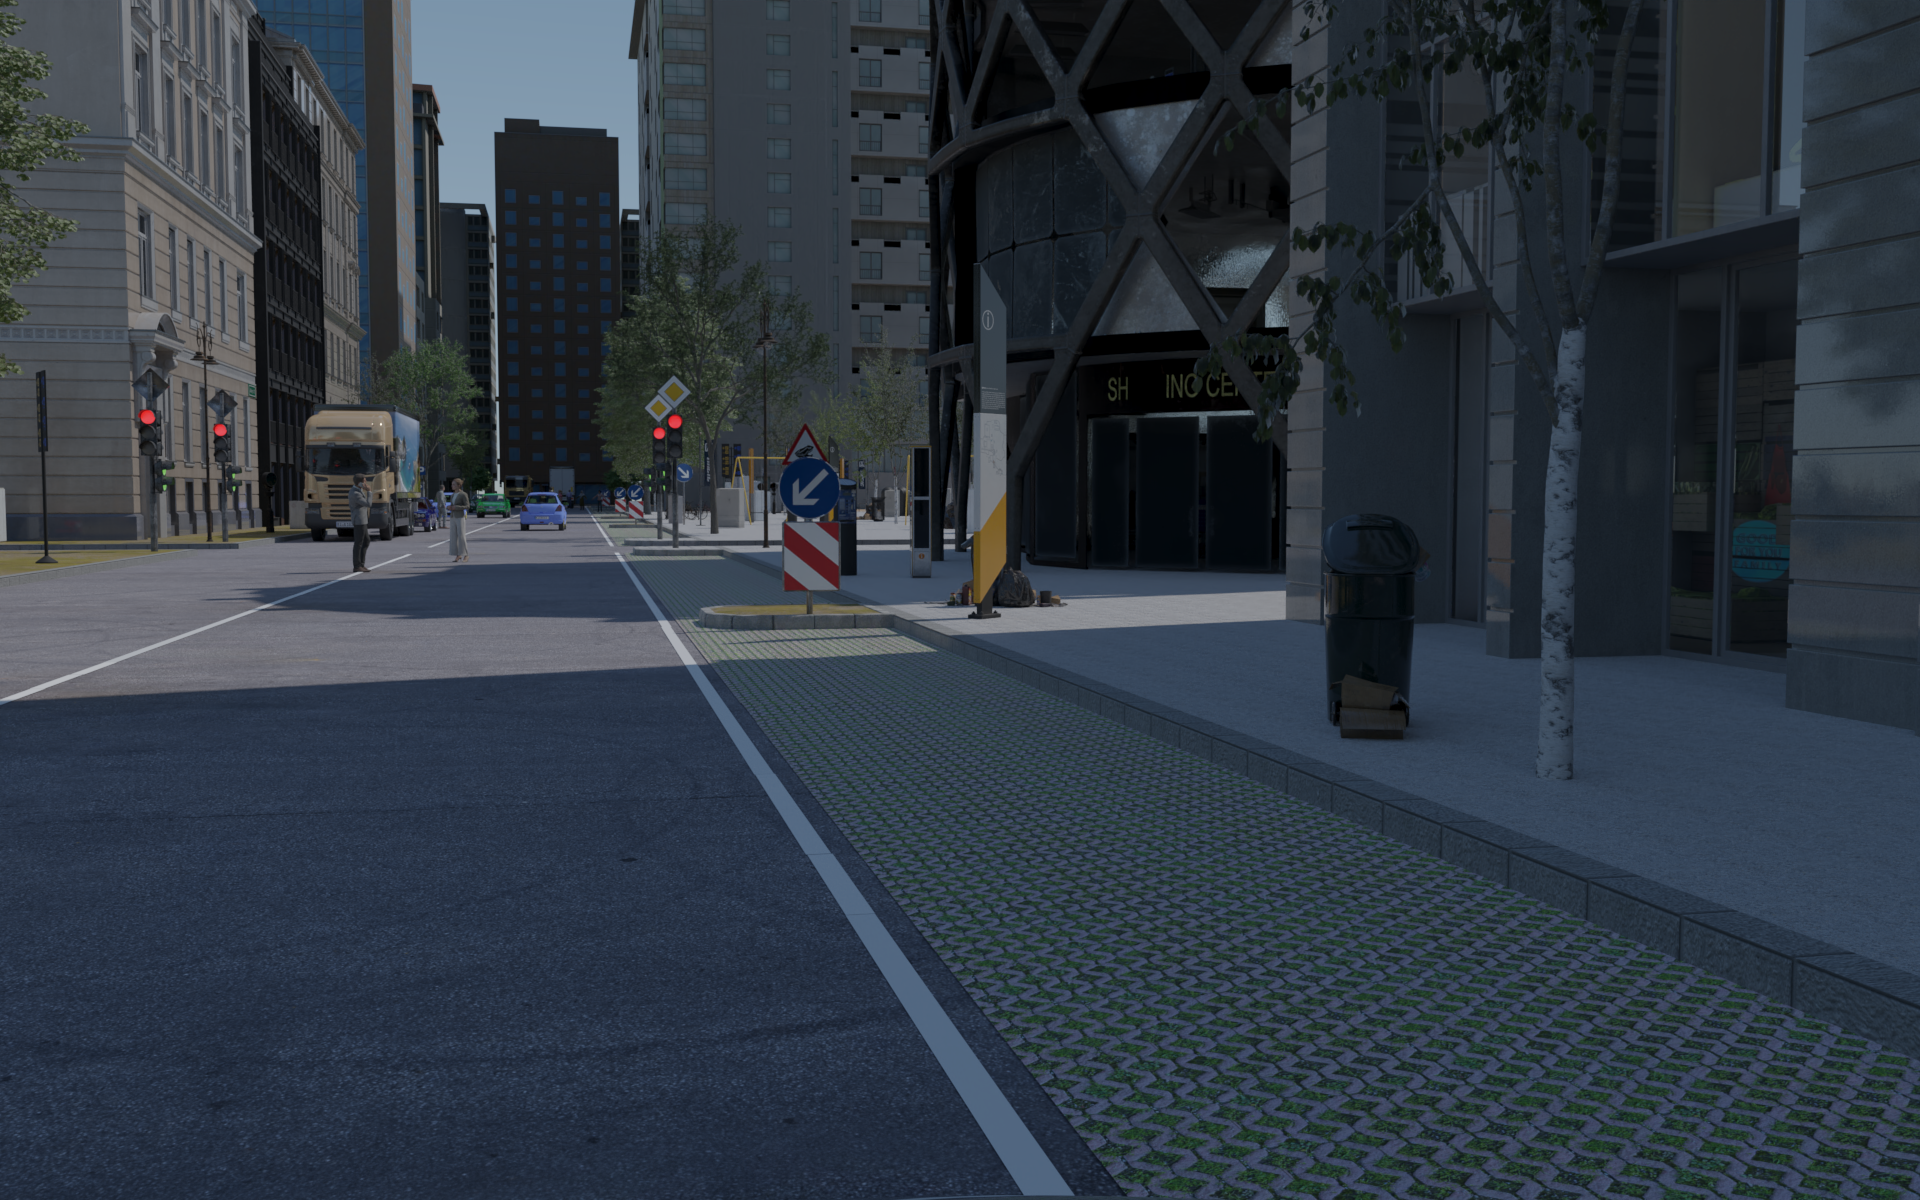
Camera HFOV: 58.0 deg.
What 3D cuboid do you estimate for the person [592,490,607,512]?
[{"bbox_3d":[-28.500,-7.807,136.861,1.217,1.736,0.721,0,4,7],"label":"person"}]

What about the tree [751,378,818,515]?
[{"bbox_3d":[-10.476,-9.362,103.436,4.360,8.622,3.978,0,3,0],"label":"tree"}]

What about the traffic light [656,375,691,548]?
[{"bbox_3d":[-6.773,-3.187,41.020,0.839,4.253,0.868,-1,4,-12],"label":"traffic light"}]

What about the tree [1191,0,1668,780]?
[{"bbox_3d":[2.631,-3.513,7.808,4.360,8.622,3.978,0,3,0],"label":"tree"}]

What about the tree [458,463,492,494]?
[{"bbox_3d":[-54.383,-12.936,195.210,4.285,4.588,4.351,0,3,0],"label":"tree"}]

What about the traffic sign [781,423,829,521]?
[{"bbox_3d":[-2.848,-1.953,31.929,0.884,2.594,0.081,-1,4,-12],"label":"traffic sign"}]

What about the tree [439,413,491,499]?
[{"bbox_3d":[-46.875,-13.123,164.925,4.737,8.622,4.395,0,3,0],"label":"tree"}]

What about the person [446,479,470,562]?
[{"bbox_3d":[-10.602,-1.678,36.477,0.519,1.759,0.362,2,4,32],"label":"person"}]

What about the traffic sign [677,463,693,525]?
[{"bbox_3d":[-11.521,-4.412,72.246,0.768,2.556,0.104,-1,4,-10],"label":"traffic sign"}]

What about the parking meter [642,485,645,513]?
[{"bbox_3d":[-20.860,-6.666,114.696,0.399,1.863,0.255,-3,5,-44],"label":"parking meter"}]

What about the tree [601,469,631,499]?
[{"bbox_3d":[-39.317,-13.114,198.131,4.285,4.588,4.351,0,3,0],"label":"tree"}]

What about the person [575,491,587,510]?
[{"bbox_3d":[-33.661,-8.853,153.969,1.217,1.736,0.721,2,4,25],"label":"person"}]

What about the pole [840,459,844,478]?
[{"bbox_3d":[-6.772,-6.458,99.439,0.158,3.312,0.155,0,3,0],"label":"pole"}]

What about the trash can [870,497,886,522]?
[{"bbox_3d":[-3.806,-4.220,80.653,0.748,1.137,0.748,0,3,0],"label":"trash can"}]

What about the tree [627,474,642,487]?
[{"bbox_3d":[-26.750,-9.110,143.553,1.663,3.219,1.824,0,3,0],"label":"tree"}]

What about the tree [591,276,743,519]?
[{"bbox_3d":[-14.613,-10.467,89.265,7.486,12.596,7.792,0,3,0],"label":"tree"}]

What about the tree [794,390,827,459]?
[{"bbox_3d":[-9.348,-10.378,120.049,4.737,8.622,4.395,0,3,0],"label":"tree"}]

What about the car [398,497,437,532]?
[{"bbox_3d":[-20.989,-3.276,66.141,1.945,1.354,3.894,-1,4,-12],"label":"car"}]

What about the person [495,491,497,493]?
[{"bbox_3d":[-42.225,-9.060,157.341,0.721,1.736,1.217,-2,4,-35],"label":"person"}]

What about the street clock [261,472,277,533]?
[{"bbox_3d":[-22.896,-3.233,57.434,0.358,2.002,0.471,2,4,25],"label":"street clock"}]

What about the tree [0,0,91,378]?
[{"bbox_3d":[-15.627,-6.429,23.240,7.486,12.596,7.792,0,3,0],"label":"tree"}]

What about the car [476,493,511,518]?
[{"bbox_3d":[-28.298,-5.889,105.076,1.959,1.807,4.718,-1,4,-11],"label":"car"}]

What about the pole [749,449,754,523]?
[{"bbox_3d":[-9.356,-5.126,77.650,0.158,3.312,0.155,0,3,0],"label":"pole"}]

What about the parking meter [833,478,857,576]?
[{"bbox_3d":[-1.811,-1.156,27.305,0.372,1.533,0.369,0,3,0],"label":"parking meter"}]

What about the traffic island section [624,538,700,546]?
[{"bbox_3d":[-8.455,-1.631,48.941,2.009,0.180,2.903,-1,4,-12],"label":"traffic island section"}]

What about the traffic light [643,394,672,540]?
[{"bbox_3d":[-8.497,-3.663,48.818,0.839,4.253,0.868,-1,4,-12],"label":"traffic light"}]

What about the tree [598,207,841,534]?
[{"bbox_3d":[-7.832,-7.420,55.737,8.767,10.594,7.601,0,4,6],"label":"tree"}]

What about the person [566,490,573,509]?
[{"bbox_3d":[-38.152,-9.853,169.471,0.709,1.838,0.599,1,4,15],"label":"person"}]

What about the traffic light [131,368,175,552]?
[{"bbox_3d":[-17.961,-3.035,38.540,0.839,4.253,0.868,-1,4,-12],"label":"traffic light"}]

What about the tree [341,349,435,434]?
[{"bbox_3d":[-29.117,-8.413,87.908,4.360,8.622,3.978,0,3,0],"label":"tree"}]

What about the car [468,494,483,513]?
[{"bbox_3d":[-36.715,-7.402,132.820,2.131,1.459,4.920,-1,4,-14],"label":"car"}]

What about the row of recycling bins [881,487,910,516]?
[{"bbox_3d":[-2.940,-5.735,100.879,3.534,1.692,1.069,1,4,18],"label":"row of recycling bins"}]

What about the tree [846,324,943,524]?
[{"bbox_3d":[-2.784,-7.589,74.447,4.360,8.622,3.978,0,3,0],"label":"tree"}]

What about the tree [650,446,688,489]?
[{"bbox_3d":[-20.412,-10.286,118.546,4.737,8.622,4.395,0,3,0],"label":"tree"}]

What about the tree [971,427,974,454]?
[{"bbox_3d":[2.374,-9.792,110.458,4.737,8.622,4.395,0,3,0],"label":"tree"}]

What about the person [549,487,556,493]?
[{"bbox_3d":[-26.390,-6.374,112.082,0.474,1.900,0.648,3,4,38],"label":"person"}]

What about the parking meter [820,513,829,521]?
[{"bbox_3d":[-6.006,-4.371,77.177,0.399,1.863,0.255,-3,5,-43],"label":"parking meter"}]

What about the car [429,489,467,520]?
[{"bbox_3d":[-27.995,-5.208,94.735,1.945,1.707,3.694,-1,4,-10],"label":"car"}]

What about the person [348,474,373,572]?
[{"bbox_3d":[-10.970,-1.410,31.736,0.473,1.802,0.592,-1,4,-12],"label":"person"}]

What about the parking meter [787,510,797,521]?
[{"bbox_3d":[-6.165,-3.376,63.608,0.372,1.533,0.369,0,3,0],"label":"parking meter"}]

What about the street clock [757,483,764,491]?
[{"bbox_3d":[-13.054,-6.678,113.759,0.471,2.002,0.358,1,4,16],"label":"street clock"}]

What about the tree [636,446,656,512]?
[{"bbox_3d":[-22.199,-10.651,124.514,4.360,8.622,3.978,0,3,0],"label":"tree"}]

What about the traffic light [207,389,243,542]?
[{"bbox_3d":[-19.685,-3.512,46.337,0.839,4.253,0.868,-1,4,-12],"label":"traffic light"}]

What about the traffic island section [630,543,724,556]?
[{"bbox_3d":[-6.731,-1.154,41.143,2.009,0.180,2.903,-1,4,-12],"label":"traffic island section"}]

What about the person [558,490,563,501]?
[{"bbox_3d":[-29.139,-7.126,125.734,0.721,1.743,1.217,1,4,11],"label":"person"}]

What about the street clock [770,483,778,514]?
[{"bbox_3d":[-11.771,-6.429,109.679,0.471,2.002,0.358,0,4,7],"label":"street clock"}]

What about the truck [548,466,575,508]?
[{"bbox_3d":[-41.738,-11.787,181.628,2.839,4.237,11.283,-1,4,-13],"label":"truck"}]

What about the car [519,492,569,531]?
[{"bbox_3d":[-16.519,-3.616,68.710,1.945,1.707,3.694,-1,4,-11],"label":"car"}]

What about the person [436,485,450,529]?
[{"bbox_3d":[-21.457,-3.860,71.707,0.635,1.810,0.391,3,5,44],"label":"person"}]

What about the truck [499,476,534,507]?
[{"bbox_3d":[-46.758,-11.471,183.466,3.469,3.379,9.791,-1,4,-11],"label":"truck"}]

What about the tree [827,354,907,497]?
[{"bbox_3d":[-4.531,-8.630,91.466,4.737,8.622,4.395,0,3,0],"label":"tree"}]

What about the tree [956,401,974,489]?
[{"bbox_3d":[0.882,-8.114,83.023,4.360,8.622,3.978,0,3,0],"label":"tree"}]

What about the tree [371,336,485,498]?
[{"bbox_3d":[-35.099,-11.496,113.718,9.928,11.665,9.643,0,3,0],"label":"tree"}]
